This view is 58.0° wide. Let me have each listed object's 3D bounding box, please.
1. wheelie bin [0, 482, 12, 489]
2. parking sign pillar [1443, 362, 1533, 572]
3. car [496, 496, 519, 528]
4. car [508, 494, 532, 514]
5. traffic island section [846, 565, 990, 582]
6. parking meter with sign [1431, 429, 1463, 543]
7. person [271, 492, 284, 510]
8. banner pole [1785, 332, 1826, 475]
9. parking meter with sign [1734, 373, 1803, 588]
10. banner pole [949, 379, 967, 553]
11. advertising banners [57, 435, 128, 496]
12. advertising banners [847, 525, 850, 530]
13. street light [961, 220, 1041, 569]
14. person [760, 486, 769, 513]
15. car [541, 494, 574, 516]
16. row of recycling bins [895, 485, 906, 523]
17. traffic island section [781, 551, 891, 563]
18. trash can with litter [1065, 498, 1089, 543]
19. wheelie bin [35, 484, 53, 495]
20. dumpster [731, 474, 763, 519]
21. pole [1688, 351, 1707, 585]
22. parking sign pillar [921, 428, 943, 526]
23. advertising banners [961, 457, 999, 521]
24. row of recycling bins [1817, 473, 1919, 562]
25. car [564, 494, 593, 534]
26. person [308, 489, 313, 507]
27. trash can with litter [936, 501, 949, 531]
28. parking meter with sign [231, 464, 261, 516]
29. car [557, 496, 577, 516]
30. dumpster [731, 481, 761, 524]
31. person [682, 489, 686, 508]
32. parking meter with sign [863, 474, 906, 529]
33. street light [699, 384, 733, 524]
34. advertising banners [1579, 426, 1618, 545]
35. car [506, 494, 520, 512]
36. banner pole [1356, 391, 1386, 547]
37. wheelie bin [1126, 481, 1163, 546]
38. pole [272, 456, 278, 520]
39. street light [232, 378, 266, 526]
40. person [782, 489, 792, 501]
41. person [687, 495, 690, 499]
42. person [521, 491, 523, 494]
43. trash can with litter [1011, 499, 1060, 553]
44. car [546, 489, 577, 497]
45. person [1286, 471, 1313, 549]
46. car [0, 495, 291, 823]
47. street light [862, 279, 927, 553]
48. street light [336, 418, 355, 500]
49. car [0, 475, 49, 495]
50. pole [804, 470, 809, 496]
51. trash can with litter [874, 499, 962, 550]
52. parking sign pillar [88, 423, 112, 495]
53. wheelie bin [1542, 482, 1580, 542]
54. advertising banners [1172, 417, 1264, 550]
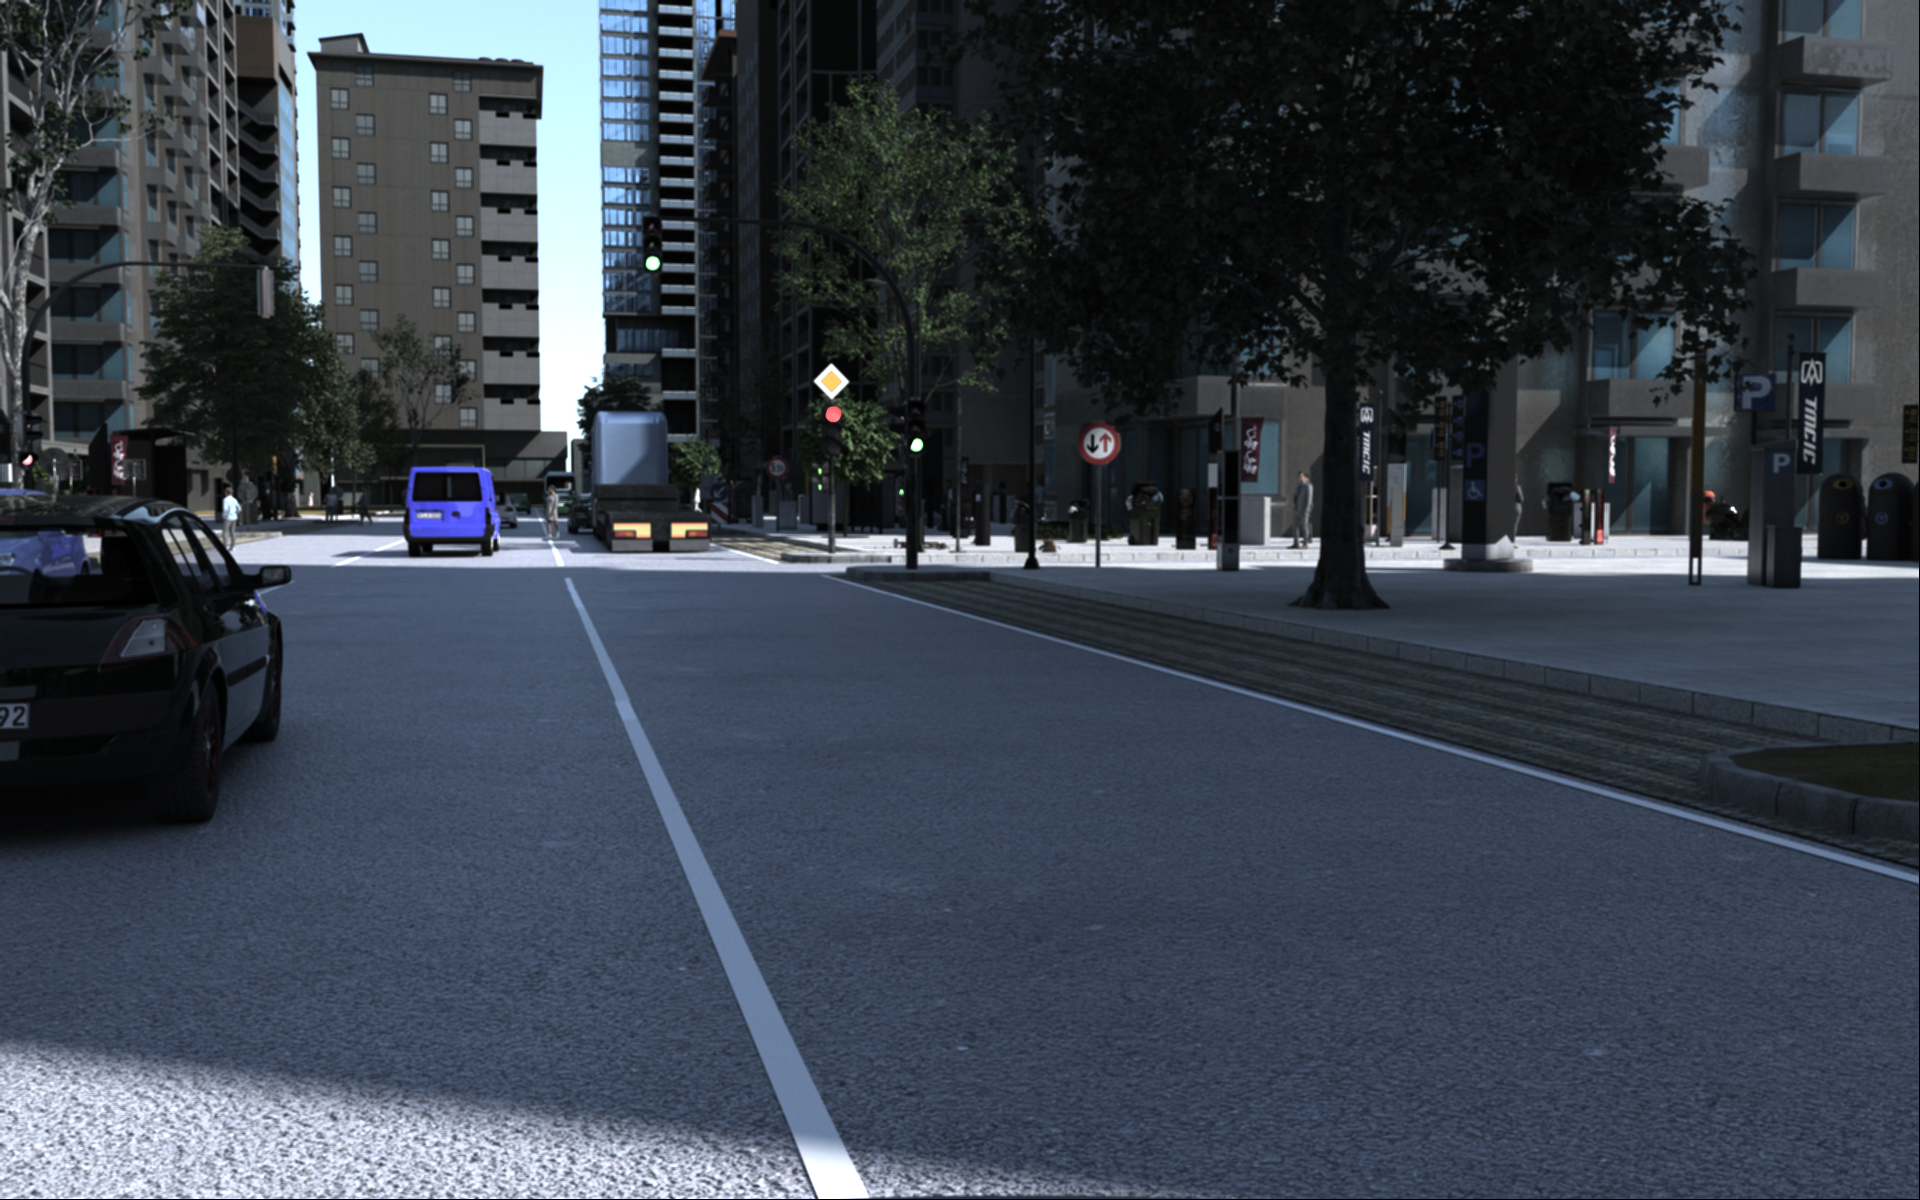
[{"bbox_3d":[-24.922,-2.280,45.182,0.980,1.594,0.693,1,4,13],"label":"wheelie bin"},{"bbox_3d":[8.858,-2.475,28.946,1.447,3.967,1.447,3,4,38],"label":"parking sign pillar"},{"bbox_3d":[-19.842,-3.755,73.764,2.083,1.381,4.827,-1,4,-13],"label":"car"},{"bbox_3d":[-31.481,-7.003,123.290,1.959,1.807,4.718,-1,4,-13],"label":"car"},{"bbox_3d":[-0.812,-0.448,29.604,2.009,0.180,2.903,-1,4,-14],"label":"traffic island section"},{"bbox_3d":[13.167,-3.010,45.476,0.543,3.016,1.738,-2,4,-28],"label":"parking meter with sign"},{"bbox_3d":[-55.715,-8.226,141.222,1.217,1.739,0.721,-2,4,-32],"label":"person"},{"bbox_3d":[13.070,-2.257,26.927,0.863,3.779,0.401,-1,4,-11],"label":"banner pole"},{"bbox_3d":[11.398,-1.717,24.328,0.543,3.016,1.738,0,4,8],"label":"parking meter with sign"},{"bbox_3d":[-0.017,-2.917,37.705,0.401,3.779,0.863,0,4,-7],"label":"banner pole"},{"bbox_3d":[-25.564,-3.358,51.099,2.074,3.025,0.090,0,4,-4],"label":"advertising banners"},{"bbox_3d":[-4.114,-4.036,62.175,0.090,3.025,2.074,-1,4,-19],"label":"advertising banners"},{"bbox_3d":[0.703,-3.475,29.355,1.470,5.913,1.316,-1,4,-14],"label":"street light"},{"bbox_3d":[-13.253,-6.691,115.580,0.705,1.807,1.348,3,5,43],"label":"person"},{"bbox_3d":[-23.827,-5.586,103.135,2.131,1.459,4.920,-1,4,-14],"label":"car"},{"bbox_3d":[-2.676,-4.229,76.261,1.069,1.692,3.534,2,4,35],"label":"row of recycling bins"},{"bbox_3d":[-2.741,-0.922,37.353,2.009,0.180,2.903,-1,4,-14],"label":"traffic island section"},{"bbox_3d":[3.005,-2.097,45.676,0.624,1.170,1.055,-1,4,-15],"label":"trash can with litter"},{"bbox_3d":[-28.958,-2.860,54.667,0.980,1.594,0.693,-2,4,-32],"label":"wheelie bin"},{"bbox_3d":[-10.419,-4.988,84.047,1.502,2.255,1.985,-1,4,-14],"label":"dumpster"},{"bbox_3d":[10.354,-1.863,24.307,0.158,3.312,0.155,0,3,0],"label":"pole"},{"bbox_3d":[-1.340,-5.018,70.513,1.447,3.967,1.447,0,4,2],"label":"parking sign pillar"},{"bbox_3d":[0.868,-5.205,81.297,2.074,3.025,0.090,2,4,27],"label":"advertising banners"},{"bbox_3d":[18.239,-1.595,33.196,1.069,1.692,3.534,-3,4,-36],"label":"row of recycling bins"},{"bbox_3d":[-13.392,-3.160,63.472,2.131,1.459,4.920,-1,4,-15],"label":"car"},{"bbox_3d":[-63.550,-9.957,169.514,0.621,1.740,0.551,-2,4,-24],"label":"person"},{"bbox_3d":[-0.542,-2.991,60.291,0.624,1.170,1.055,-2,4,-24],"label":"trash can with litter"},{"bbox_3d":[-42.004,-6.465,101.962,0.543,3.016,1.738,2,4,23],"label":"parking meter with sign"},{"bbox_3d":[-26.187,-6.343,116.290,1.945,1.354,3.894,-1,4,-12],"label":"car"},{"bbox_3d":[-9.298,-4.256,75.347,1.264,1.857,1.865,-1,4,-14],"label":"dumpster"},{"bbox_3d":[-26.133,-9.650,163.904,0.705,1.814,1.350,-1,4,-12],"label":"person"},{"bbox_3d":[-2.778,-4.178,64.570,1.738,3.016,0.543,-1,4,-13],"label":"parking meter with sign"},{"bbox_3d":[-10.347,-6.181,73.594,1.470,5.913,1.316,-1,4,-14],"label":"street light"},{"bbox_3d":[16.220,-2.920,43.924,0.090,3.025,2.074,3,5,44],"label":"advertising banners"},{"bbox_3d":[-37.116,-8.094,142.552,2.015,1.641,3.980,-1,4,-15],"label":"car"},{"bbox_3d":[9.945,-3.172,41.874,0.863,3.779,0.401,-2,4,-27],"label":"banner pole"},{"bbox_3d":[4.641,-2.163,43.267,0.980,1.594,0.693,-2,4,-26],"label":"wheelie bin"},{"bbox_3d":[-34.370,-5.690,86.879,0.158,3.312,0.155,0,3,0],"label":"pole"},{"bbox_3d":[-28.485,-5.925,69.409,1.470,5.913,1.316,-1,4,-14],"label":"street light"},{"bbox_3d":[-8.669,-4.936,87.334,0.593,1.750,0.643,3,5,43],"label":"person"},{"bbox_3d":[-18.309,-7.005,120.534,1.348,1.831,0.705,0,4,-7],"label":"person"},{"bbox_3d":[-44.477,-10.232,176.324,0.617,1.759,0.750,2,4,28],"label":"person"},{"bbox_3d":[1.668,-1.638,38.169,1.055,1.170,0.624,0,4,-7],"label":"trash can with litter"},{"bbox_3d":[-29.571,-7.327,128.462,2.281,1.827,5.304,-1,4,-13],"label":"car"},{"bbox_3d":[7.965,-2.094,40.373,0.391,1.810,0.635,-2,4,-31],"label":"person"},{"bbox_3d":[-4.475,0.067,8.689,2.009,1.686,4.222,-1,4,-16],"label":"car"},{"bbox_3d":[-1.428,-3.988,37.740,1.470,5.913,1.316,-1,4,-14],"label":"street light"},{"bbox_3d":[-37.528,-8.151,105.809,1.470,5.913,1.316,-1,4,-14],"label":"street light"},{"bbox_3d":[-10.786,-0.574,18.983,1.945,1.707,3.694,-1,4,-16],"label":"car"},{"bbox_3d":[-7.278,-5.402,82.173,0.158,3.312,0.155,0,3,0],"label":"pole"},{"bbox_3d":[-0.869,-1.812,40.680,1.678,1.210,2.233,-3,5,-39],"label":"trash can with litter"},{"bbox_3d":[-32.821,-4.759,66.281,1.447,3.967,1.447,3,4,39],"label":"parking sign pillar"},{"bbox_3d":[16.242,-2.379,46.811,0.980,1.594,0.693,1,4,16],"label":"wheelie bin"},{"bbox_3d":[5.911,-2.662,39.709,2.074,3.025,0.090,1,4,16],"label":"advertising banners"}]
